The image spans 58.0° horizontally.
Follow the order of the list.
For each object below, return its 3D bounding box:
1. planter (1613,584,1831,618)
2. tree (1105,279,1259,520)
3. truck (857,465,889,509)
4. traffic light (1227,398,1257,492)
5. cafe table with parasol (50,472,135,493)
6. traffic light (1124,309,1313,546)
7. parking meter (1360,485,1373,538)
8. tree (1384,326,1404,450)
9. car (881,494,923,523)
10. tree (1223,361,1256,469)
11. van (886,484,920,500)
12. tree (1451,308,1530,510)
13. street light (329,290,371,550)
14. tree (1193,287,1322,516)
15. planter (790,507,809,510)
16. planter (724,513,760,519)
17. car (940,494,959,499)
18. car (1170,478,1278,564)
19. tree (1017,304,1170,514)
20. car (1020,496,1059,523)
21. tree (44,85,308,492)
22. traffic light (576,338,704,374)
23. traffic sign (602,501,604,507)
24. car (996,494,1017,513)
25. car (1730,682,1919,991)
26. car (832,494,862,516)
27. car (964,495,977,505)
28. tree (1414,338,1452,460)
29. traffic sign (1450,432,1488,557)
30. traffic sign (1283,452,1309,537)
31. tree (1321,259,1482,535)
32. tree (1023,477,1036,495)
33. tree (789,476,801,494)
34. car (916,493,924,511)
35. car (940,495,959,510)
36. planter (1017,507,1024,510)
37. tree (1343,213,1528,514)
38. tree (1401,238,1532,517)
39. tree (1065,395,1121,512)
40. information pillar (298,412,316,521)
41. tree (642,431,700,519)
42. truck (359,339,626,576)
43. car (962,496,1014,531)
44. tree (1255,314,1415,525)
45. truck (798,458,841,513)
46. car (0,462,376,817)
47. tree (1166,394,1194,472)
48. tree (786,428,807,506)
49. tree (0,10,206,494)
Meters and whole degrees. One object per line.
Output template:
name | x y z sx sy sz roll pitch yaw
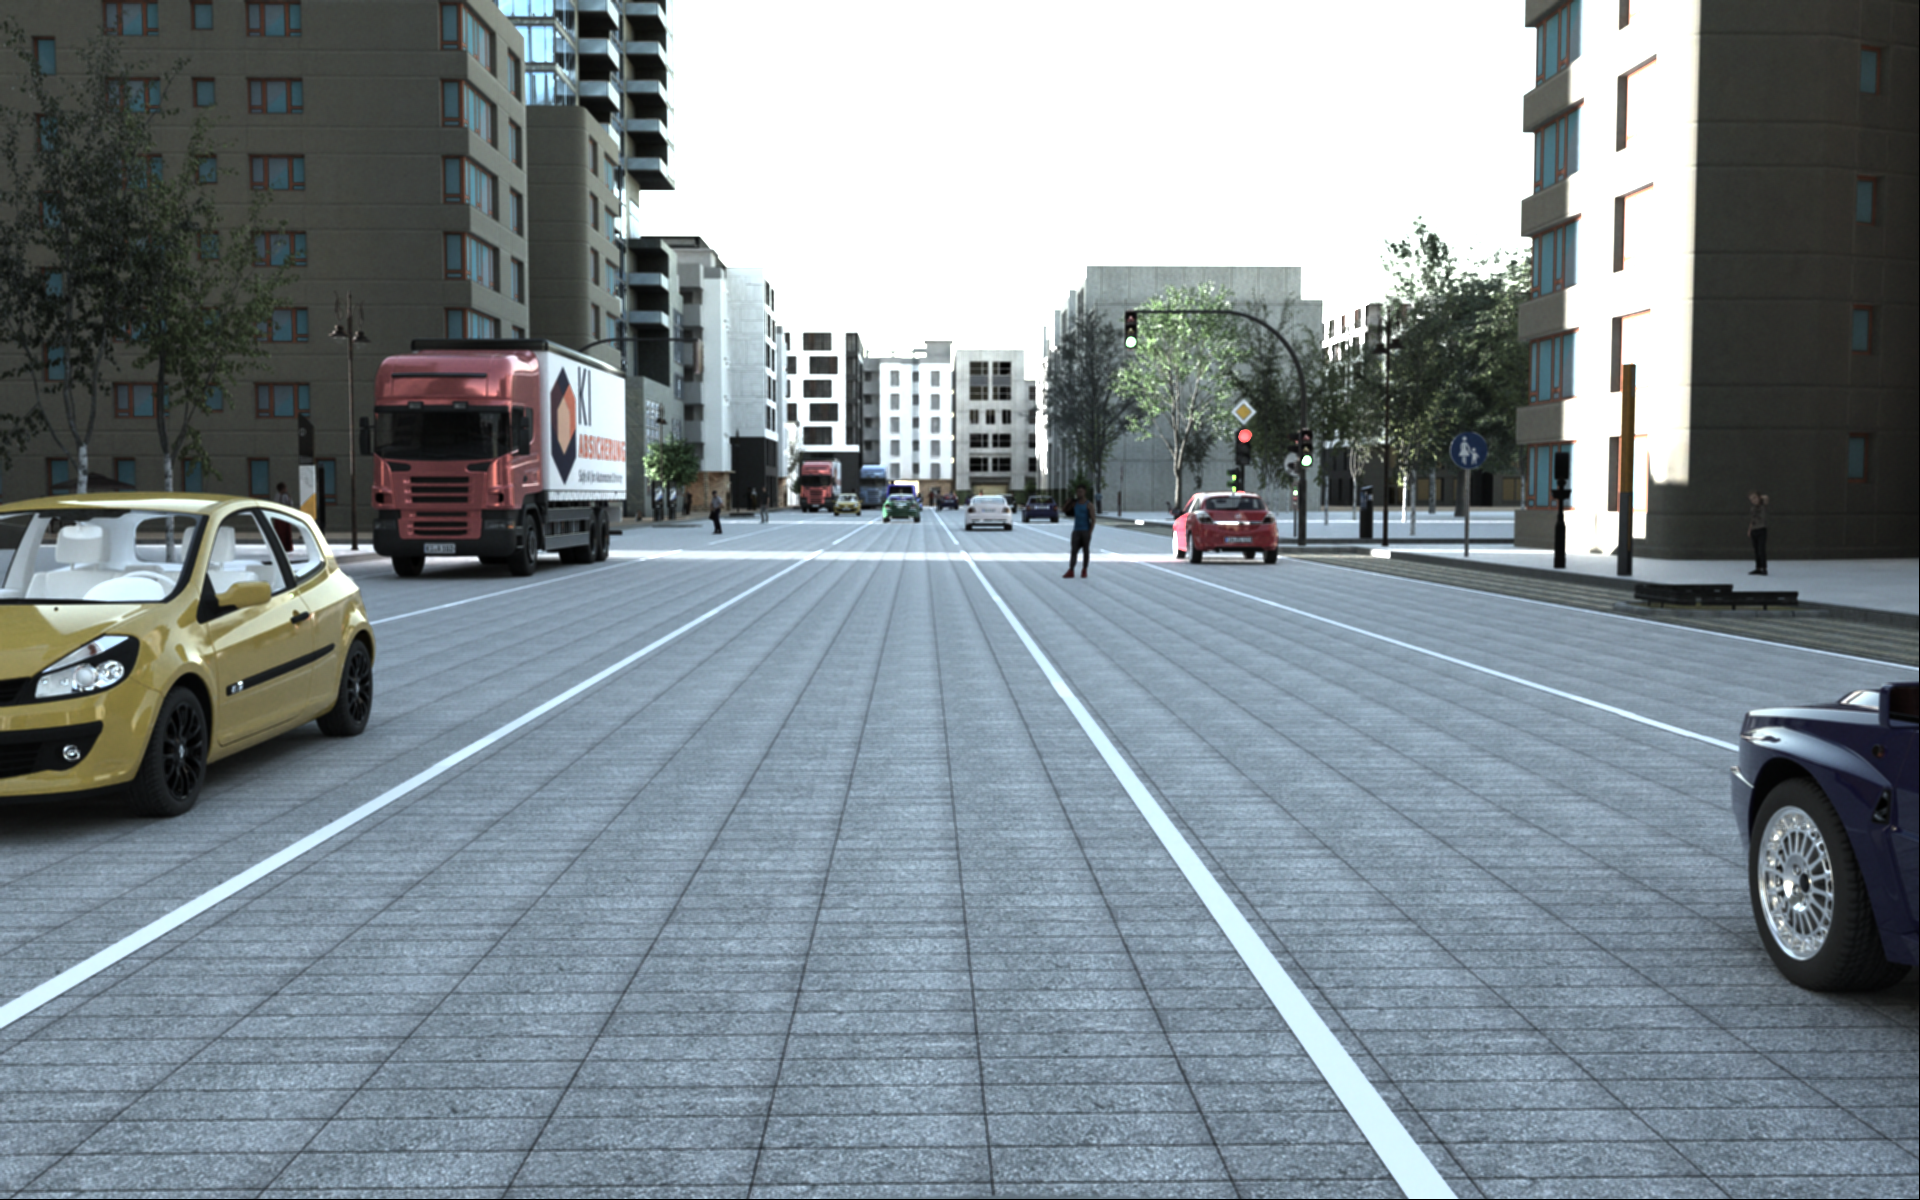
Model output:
planter | 9.022 0.015 20.902 1.991 0.319 1.994 0 4 -1
tree | 10.711 -9.702 84.384 9.928 11.665 9.643 0 3 0
truck | -7.894 -10.837 166.942 2.967 4.110 18.799 0 4 1
traffic light | 8.304 -3.796 50.988 0.839 4.253 0.868 0 4 -1
cafe table with parasol | -27.268 -3.034 54.476 2.610 1.966 2.610 1 4 10
traffic light | 6.394 -4.168 42.817 4.771 5.953 1.251 0 4 -1
parking meter | 11.781 -2.556 50.194 0.372 1.533 0.369 0 3 0
tree | 28.545 -11.711 98.128 9.857 13.997 8.962 0 3 0
car | -2.957 -4.662 88.028 2.131 1.459 4.920 0 3 0
tree | 16.863 -8.810 94.406 4.737 8.622 4.395 0 3 0
van | -3.688 -6.497 110.615 2.240 2.365 5.245 0 4 0
tree | 22.794 -7.266 69.166 4.737 8.622 4.395 0 3 0
street light | -13.850 -4.078 39.461 0.468 5.910 1.993 0 4 -1
tree | 11.329 -6.842 62.224 4.360 8.622 3.978 0 3 0
planter | -13.979 -8.054 152.819 1.991 0.319 1.994 0 4 -1
planter | -12.836 -4.962 102.263 1.991 0.319 1.994 0 4 -1
car | -1.119 -10.964 188.294 2.155 1.783 4.494 0 4 -2
car | 5.655 -1.723 37.213 2.155 1.783 4.494 0 4 0
tree | 8.882 -12.309 111.614 12.009 13.543 11.850 0 3 0
car | 4.043 -4.584 87.532 1.945 1.354 3.894 0 4 0
tree | -14.576 -5.011 32.295 4.737 8.622 4.395 0 3 0
traffic light | -9.882 -4.644 50.601 4.771 5.953 1.251 0 4 -1
traffic sign | -14.190 -4.078 68.803 0.606 2.300 0.079 0 4 4
car | 3.311 -7.397 130.719 2.009 1.686 4.222 0 4 -3
car | 3.282 0.534 3.849 1.945 1.354 3.894 0 4 0
car | -7.453 -6.395 114.777 2.015 1.641 3.980 0 4 -1
car | 1.428 -11.570 201.741 1.945 1.354 3.894 0 4 0
tree | 20.640 -7.885 79.281 4.737 8.622 4.395 0 3 0
traffic sign | 10.383 -2.160 35.427 0.768 2.556 0.104 0 4 2
traffic sign | 10.015 -3.154 51.678 0.768 2.556 0.104 0 4 4
tree | 13.916 -6.335 53.932 4.360 8.622 3.978 0 3 0
tree | 7.838 -12.059 191.765 1.663 3.219 1.824 0 3 0
tree | -17.334 -11.522 182.992 1.663 3.219 1.824 0 3 0
car | -4.043 -8.384 146.667 1.945 1.707 3.694 0 4 -2
car | -1.062 -8.975 159.315 1.945 1.354 3.894 0 4 -3
planter | 6.054 -8.064 152.980 1.991 0.319 1.994 0 4 -1
tree | 31.850 -15.837 114.822 12.611 20.169 13.585 0 3 0
tree | 28.809 -10.975 86.104 9.857 13.997 8.962 0 3 0
tree | 9.498 -10.494 121.938 4.737 8.622 4.395 0 3 0
information pillar | -18.746 -3.570 49.718 0.504 3.616 0.183 1 4 14
tree | -15.066 -6.543 90.691 4.285 4.588 4.351 0 3 0
truck | -8.684 -2.730 33.551 2.839 4.237 11.283 0 4 -1
car | 1.133 -3.479 69.247 2.083 1.381 4.827 0 4 0
tree | 15.433 -7.425 71.763 4.737 8.622 4.395 0 3 0
truck | -11.052 -9.098 137.669 2.839 4.237 11.283 0 3 0
car | -4.347 0.083 8.867 2.015 1.641 3.980 0 4 -2
tree | 16.935 -10.636 124.253 4.360 8.622 3.978 0 3 0
tree | -18.510 -14.507 187.553 4.360 8.622 3.978 0 3 0
tree | -13.630 -4.664 26.612 4.360 8.622 3.978 0 3 0
